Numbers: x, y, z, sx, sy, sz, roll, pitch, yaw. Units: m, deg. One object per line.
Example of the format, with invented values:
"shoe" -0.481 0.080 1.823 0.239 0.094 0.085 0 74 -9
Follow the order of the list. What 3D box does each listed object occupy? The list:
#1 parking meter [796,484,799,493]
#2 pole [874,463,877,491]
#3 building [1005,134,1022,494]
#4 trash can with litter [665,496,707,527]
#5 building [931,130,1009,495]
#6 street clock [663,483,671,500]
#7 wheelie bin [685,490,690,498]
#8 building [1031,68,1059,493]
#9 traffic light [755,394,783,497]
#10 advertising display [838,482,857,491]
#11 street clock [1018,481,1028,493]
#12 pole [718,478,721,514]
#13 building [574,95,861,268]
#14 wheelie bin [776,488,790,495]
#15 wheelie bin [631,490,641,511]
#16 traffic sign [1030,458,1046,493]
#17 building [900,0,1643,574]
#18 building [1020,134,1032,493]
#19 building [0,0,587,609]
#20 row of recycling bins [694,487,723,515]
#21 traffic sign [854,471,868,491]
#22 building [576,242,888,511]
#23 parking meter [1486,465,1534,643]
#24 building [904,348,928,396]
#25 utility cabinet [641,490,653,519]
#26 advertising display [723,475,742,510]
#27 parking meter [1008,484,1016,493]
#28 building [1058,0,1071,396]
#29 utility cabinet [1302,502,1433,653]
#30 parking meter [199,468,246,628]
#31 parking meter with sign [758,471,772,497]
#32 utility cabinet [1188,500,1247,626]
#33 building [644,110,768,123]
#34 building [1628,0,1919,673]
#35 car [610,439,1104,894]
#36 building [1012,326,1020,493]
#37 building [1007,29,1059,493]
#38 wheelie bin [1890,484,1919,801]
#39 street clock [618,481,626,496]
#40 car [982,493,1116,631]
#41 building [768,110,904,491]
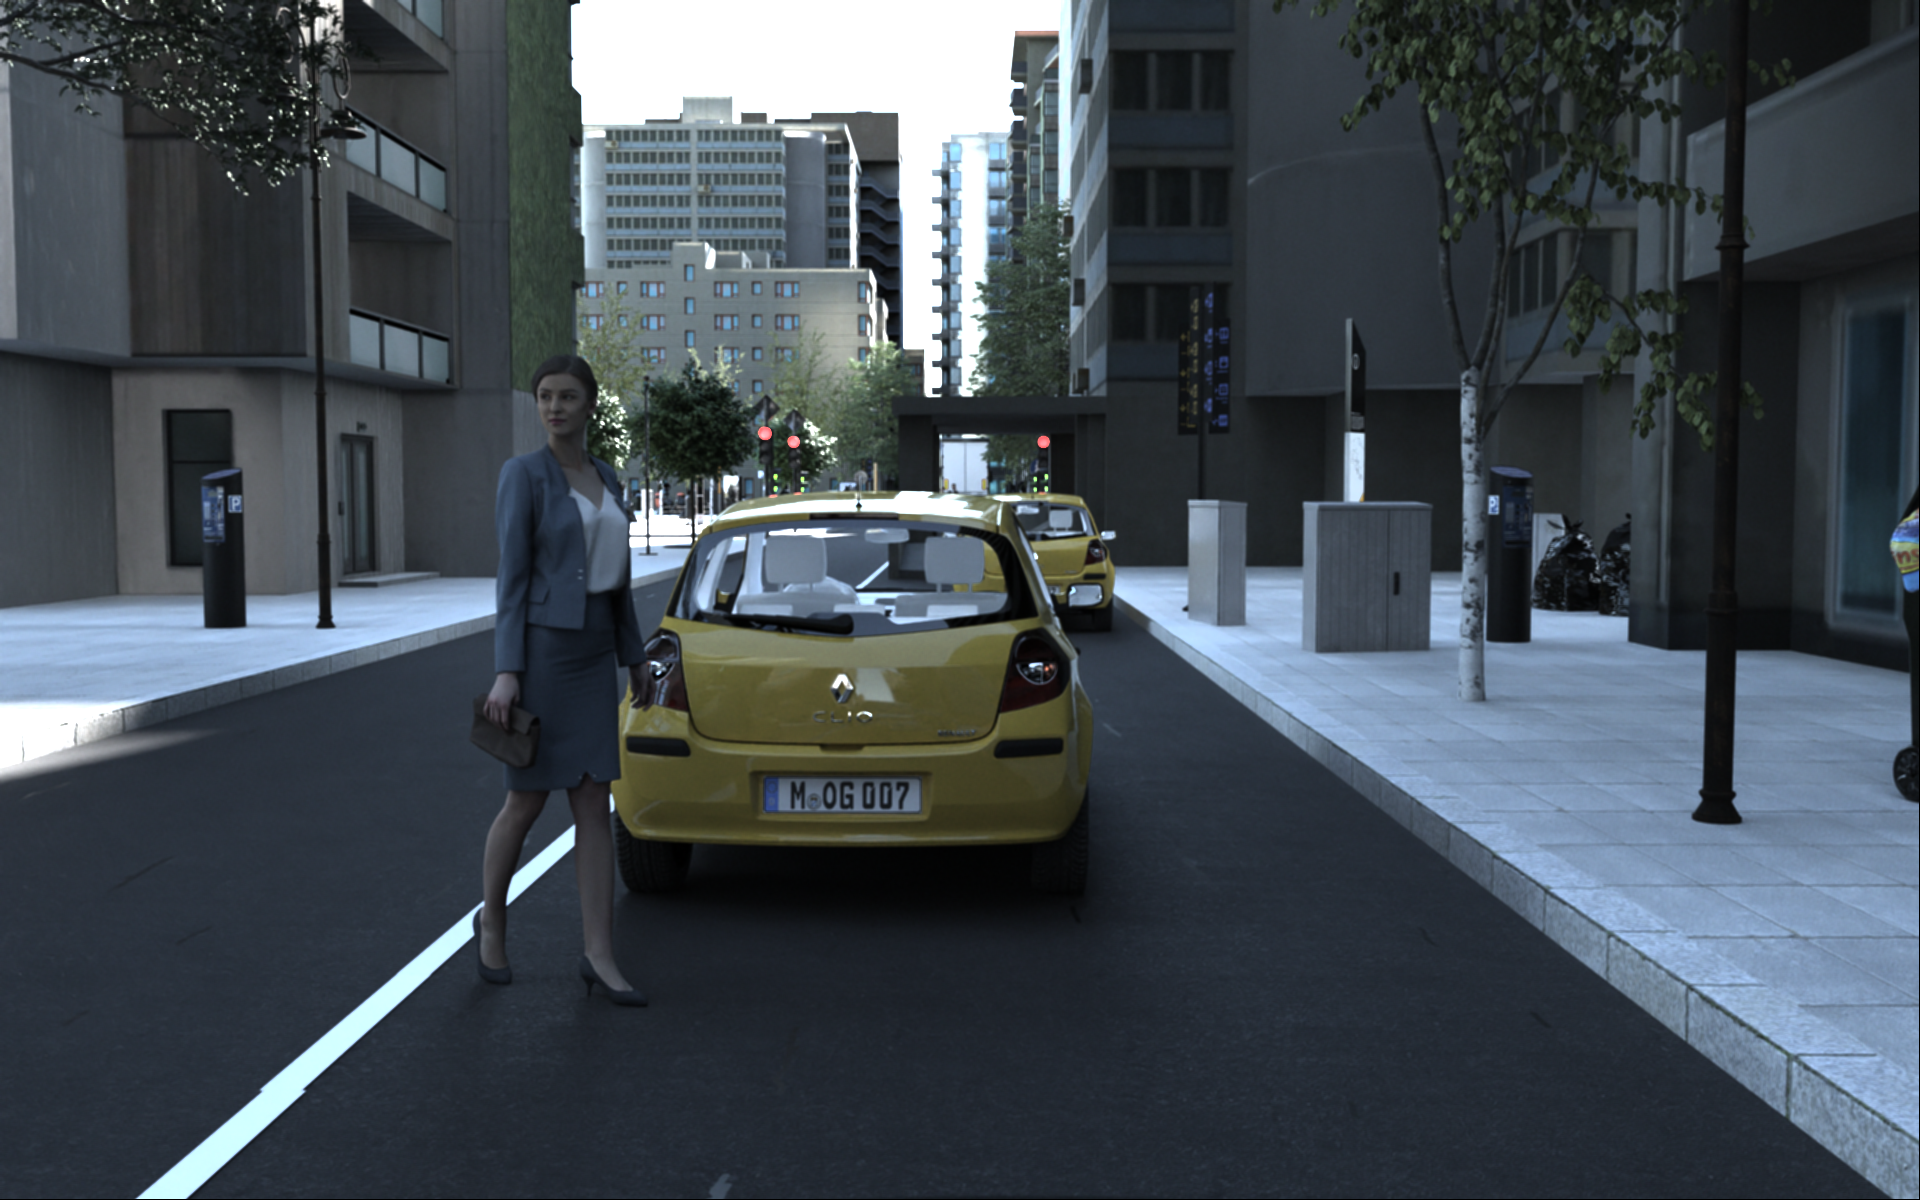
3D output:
"parking meter" -6.702 -3.963 70.506 0.255 1.863 0.399 1 4 14
"pole" -5.528 -7.323 113.566 0.158 3.312 0.155 0 3 0
"building" 12.230 -31.561 199.610 14.154 41.232 14.086 0 4 0
"trash can with litter" -10.954 -3.556 69.200 1.678 1.210 2.233 -1 4 -9
"building" 11.475 -37.192 227.694 30.456 49.044 23.786 0 4 0
"street clock" -19.489 -6.762 115.121 0.471 2.002 0.358 1 4 16
"wheelie bin" -20.104 -7.456 129.809 0.693 1.594 0.980 2 4 27
"building" 12.544 -21.377 121.208 14.160 30.474 14.107 0 4 0
"traffic light" -5.439 -3.665 48.841 0.839 4.253 0.868 0 4 0
"advertising display" -5.887 -5.239 90.869 0.974 1.923 0.123 -1 4 -16
"street clock" 3.490 -5.595 96.052 0.471 2.002 0.358 -2 4 -24
"pole" -14.181 -6.619 102.068 0.158 3.312 0.155 0 3 0
"building" -22.891 -29.431 173.080 32.217 40.220 23.993 0 4 0
"wheelie bin" -8.159 -4.386 79.622 0.693 1.594 0.980 -1 4 -19
"wheelie bin" -24.333 -7.481 130.225 0.980 1.594 0.693 1 4 20
"traffic sign" 2.843 -3.744 61.328 0.768 2.556 0.104 0 4 4
"building" 14.930 -20.978 34.874 32.217 40.220 23.993 0 4 0
"building" 12.458 -22.654 142.088 14.160 30.474 14.107 0 4 0
"building" -13.855 -20.800 23.680 14.154 41.232 14.086 0 4 0
"row of recycling bins" -15.170 -6.126 107.269 1.069 1.692 3.534 2 4 27
"traffic sign" -5.369 -5.727 93.736 0.768 2.556 0.104 0 4 6
"building" -20.626 -18.484 147.245 27.650 21.520 28.899 0 4 0
"parking meter" 4.782 -0.407 15.064 0.372 1.533 0.369 0 3 0
"building" -19.012 -23.555 230.169 28.899 21.520 27.650 0 4 0
"utility cabinet" -15.635 -4.768 86.632 0.318 1.500 1.173 0 4 4
"advertising display" -7.723 -3.279 58.833 0.123 1.923 0.974 -3 5 -42
"parking meter" 2.932 -5.649 98.066 0.399 1.863 0.255 -3 4 -39
"building" 12.699 -27.224 95.220 14.600 45.320 14.200 0 4 0
"utility cabinet" 3.338 -0.185 14.189 1.020 1.237 0.306 -1 4 -14
"parking meter" -7.089 -0.505 16.669 0.372 1.533 0.369 0 3 0
"parking meter with sign" -14.508 -8.219 130.634 0.543 3.016 1.738 2 4 28
"utility cabinet" 2.567 -0.375 17.295 0.306 1.237 1.020 -1 4 -9
"building" -28.265 -33.587 199.251 14.200 45.320 14.600 0 4 0
"building" 16.414 -23.202 3.054 21.300 48.544 21.600 0 4 0
"car" -0.340 0.158 7.648 2.015 1.641 3.980 0 4 1
"building" 12.536 -25.300 185.351 14.160 30.474 14.107 0 4 0
"building" 15.687 -31.121 163.454 22.147 44.769 28.867 0 4 0
"wheelie bin" 4.333 0.052 7.053 0.980 1.594 0.693 -1 4 -9
"street clock" -18.191 -5.415 93.098 0.471 2.002 0.358 0 4 4
"car" 0.792 -0.570 19.544 2.015 1.641 3.980 0 4 1
"building" -13.766 -33.582 199.169 14.200 45.320 14.600 0 4 0
